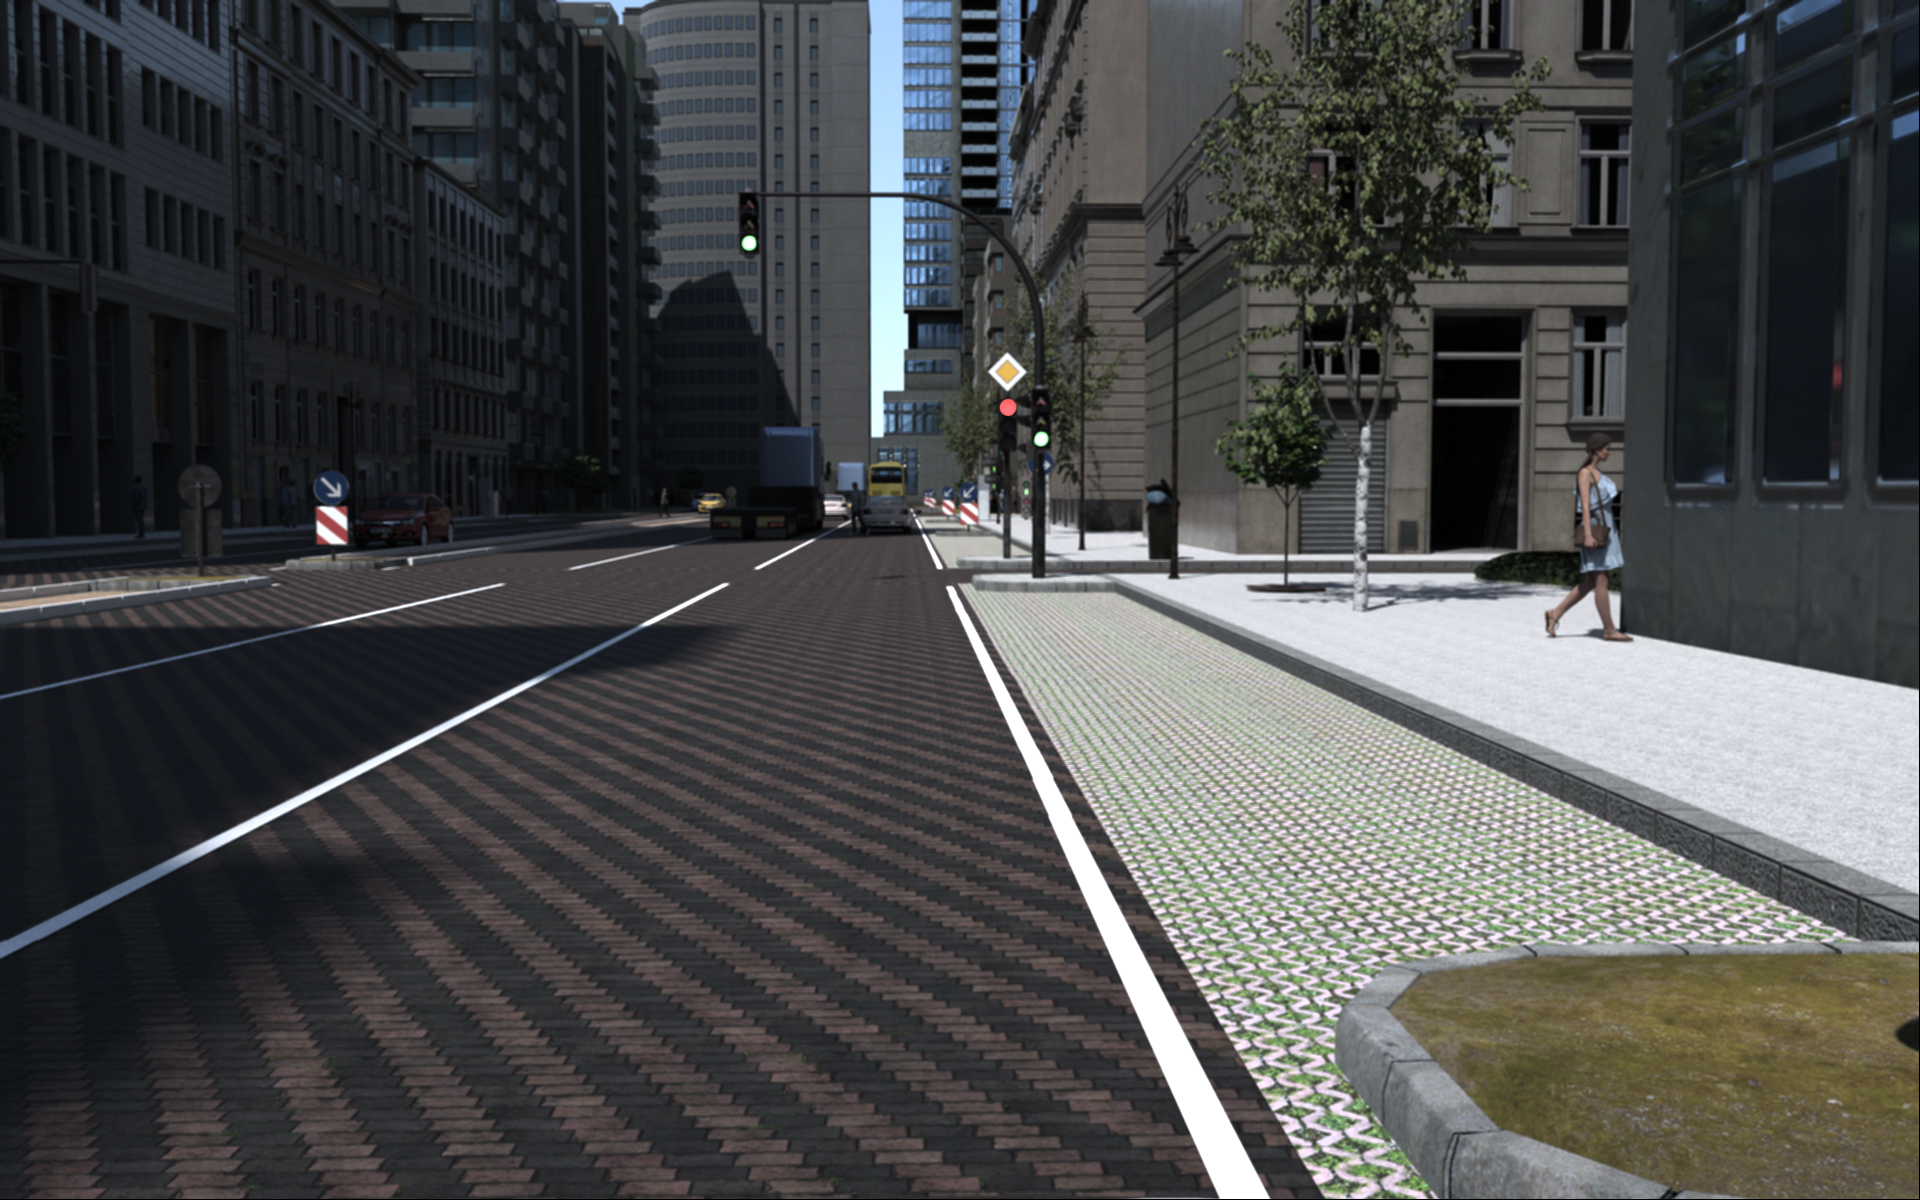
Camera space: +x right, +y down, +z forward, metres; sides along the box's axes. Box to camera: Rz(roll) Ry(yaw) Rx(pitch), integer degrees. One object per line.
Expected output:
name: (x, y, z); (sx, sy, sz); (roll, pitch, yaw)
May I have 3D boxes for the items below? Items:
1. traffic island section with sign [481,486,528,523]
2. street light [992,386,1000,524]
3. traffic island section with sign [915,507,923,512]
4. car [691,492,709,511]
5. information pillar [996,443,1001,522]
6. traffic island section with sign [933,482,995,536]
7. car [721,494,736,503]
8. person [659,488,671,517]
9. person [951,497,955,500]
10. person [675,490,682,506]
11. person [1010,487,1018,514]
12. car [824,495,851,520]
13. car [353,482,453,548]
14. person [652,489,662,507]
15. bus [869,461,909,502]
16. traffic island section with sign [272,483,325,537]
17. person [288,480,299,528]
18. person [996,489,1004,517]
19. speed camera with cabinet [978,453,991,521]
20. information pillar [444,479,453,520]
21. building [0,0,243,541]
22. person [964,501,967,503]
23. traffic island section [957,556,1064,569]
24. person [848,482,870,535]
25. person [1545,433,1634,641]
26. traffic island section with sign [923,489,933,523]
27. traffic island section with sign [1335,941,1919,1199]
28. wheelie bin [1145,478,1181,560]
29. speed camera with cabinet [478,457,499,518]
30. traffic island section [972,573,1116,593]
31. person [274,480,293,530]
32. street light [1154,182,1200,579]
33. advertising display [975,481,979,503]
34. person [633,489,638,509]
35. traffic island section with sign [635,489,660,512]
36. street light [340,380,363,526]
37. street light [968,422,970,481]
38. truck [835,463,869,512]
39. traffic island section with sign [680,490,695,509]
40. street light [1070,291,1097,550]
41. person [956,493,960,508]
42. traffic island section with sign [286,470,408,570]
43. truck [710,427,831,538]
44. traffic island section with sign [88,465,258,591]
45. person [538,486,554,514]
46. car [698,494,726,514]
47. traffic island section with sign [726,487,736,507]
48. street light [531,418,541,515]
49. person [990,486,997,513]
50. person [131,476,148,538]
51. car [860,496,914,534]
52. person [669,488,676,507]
traffic island section with sign: (-22.755, -4.774, 86.679); (1.989, 1.847, 2.006); (0, 4, -2)
street light: (1.653, -6.228, 74.615); (0.468, 5.910, 1.993); (0, 4, -2)
traffic island section with sign: (-2.343, -7.809, 136.306); (1.989, 1.847, 2.006); (0, 4, -2)
car: (-21.859, -8.444, 147.645); (1.945, 1.707, 3.694); (0, 4, -1)
information pillar: (1.763, -5.381, 79.337); (0.183, 3.616, 0.504); (0, 4, -1)
traffic island section with sign: (0.168, -3.082, 59.027); (1.989, 1.847, 2.006); (0, 4, -2)
car: (-23.381, -10.012, 172.729); (2.155, 1.783, 4.494); (0, 4, -2)
person: (-18.116, -5.970, 106.511); (0.834, 1.777, 0.661); (-1, 4, -22)
person: (-0.657, -9.098, 154.818); (0.705, 1.821, 1.348); (0, 4, -6)
person: (-29.312, -10.616, 180.338); (0.721, 1.735, 1.217); (-3, 5, -41)
person: (3.537, -6.453, 112.095); (0.990, 1.755, 0.434); (-1, 4, -20)
car: (-7.192, -5.206, 97.482); (2.083, 1.381, 4.827); (0, 4, -4)
car: (-15.148, -2.335, 47.216); (2.155, 1.783, 4.494); (0, 4, -2)
person: (-29.105, -9.769, 166.287); (1.217, 1.766, 0.721); (1, 4, 19)
bus: (-5.348, -8.449, 129.690); (2.896, 3.916, 12.252); (0, 4, -1)
traffic island section with sign: (-21.840, -3.040, 58.327); (1.989, 1.847, 2.006); (0, 4, -2)
person: (-25.348, -3.625, 65.508); (0.583, 1.804, 0.606); (1, 4, 18)
person: (2.306, -5.556, 97.142); (0.793, 1.790, 0.793); (1, 4, 23)
speed camera with cabinet: (1.166, -5.453, 83.488); (0.660, 3.252, 2.038); (0, 4, 2)
information pillar: (-24.932, -4.887, 84.399); (0.304, 2.012, 0.304); (-2, 4, -35)
building: (-31.802, -16.609, 49.055); (11.434, 29.767, 29.804); (0, 4, -2)
person: (0.345, -7.135, 123.404); (0.721, 1.736, 1.217); (1, 4, 21)
traffic island section: (0.956, -0.744, 34.440); (2.009, 0.180, 2.903); (0, 4, -2)
person: (-3.531, -3.176, 60.270); (0.795, 1.843, 0.661); (-3, 5, -40)
person: (5.507, -0.552, 15.167); (0.778, 1.811, 0.616); (3, 4, 37)
traffic island section with sign: (-0.713, -4.730, 85.967); (1.989, 1.847, 2.006); (0, 4, -2)
traffic island section with sign: (1.946, 0.290, 3.890); (1.989, 1.847, 2.006); (0, 4, -2)
wheelie bin: (3.951, -1.587, 33.853); (0.693, 1.594, 0.980); (0, 4, 4)
speed camera with cabinet: (-25.197, -6.005, 92.521); (0.660, 3.252, 2.038); (0, 4, -1)
traffic island section: (1.214, -0.256, 26.460); (2.009, 0.180, 2.903); (0, 4, -2)
person: (-23.898, -3.353, 61.202); (0.601, 1.785, 0.444); (1, 4, 11)
street light: (3.240, -3.257, 26.047); (0.468, 5.910, 1.993); (0, 4, -2)
advertising display: (1.073, -5.088, 88.403); (0.123, 1.923, 0.974); (2, 4, 33)
person: (-27.330, -8.511, 145.925); (0.721, 1.735, 1.217); (-1, 4, -21)
traffic island section with sign: (-24.360, -7.782, 135.857); (1.989, 1.847, 2.006); (0, 4, -2)
street light: (-24.640, -5.961, 70.257); (0.468, 5.910, 1.993); (0, 4, -2)
street light: (0.563, -8.336, 109.087); (0.468, 5.910, 1.993); (0, 4, -2)
truck: (-9.207, -9.380, 143.121); (2.967, 4.110, 18.799); (0, 4, -1)
traffic island section with sign: (-25.235, -9.449, 163.112); (1.989, 1.847, 2.006); (0, 4, -2)
street light: (2.796, -4.081, 39.520); (0.468, 5.910, 1.993); (0, 4, -2)
person: (-0.215, -9.347, 158.954); (0.705, 1.814, 1.350); (-1, 4, -9)
traffic island section with sign: (-12.004, -1.562, 33.683); (2.006, 1.907, 1.989); (0, 4, -2)
truck: (-6.744, -4.518, 63.630); (2.967, 4.110, 18.799); (0, 4, -1)
traffic island section with sign: (-11.774, -1.110, 26.280); (2.006, 1.907, 1.989); (0, 4, -2)
person: (-26.957, -6.506, 112.501); (1.350, 1.814, 0.705); (2, 4, 31)
car: (-18.093, -7.114, 126.540); (2.015, 1.641, 3.980); (0, 4, -2)
traffic island section with sign: (-14.443, -6.156, 108.782); (2.006, 1.907, 1.989); (0, 4, -2)
street light: (-25.680, -8.086, 104.990); (0.468, 5.910, 1.993); (0, 4, -2)
person: (2.318, -6.763, 116.632); (1.348, 1.823, 0.705); (0, 4, -6)
person: (-23.741, -2.686, 50.137); (0.419, 1.800, 0.721); (0, 4, -7)
car: (-2.738, -3.148, 63.826); (2.083, 1.381, 4.827); (0, 4, -3)
person: (-27.856, -9.879, 167.528); (0.705, 1.831, 1.348); (1, 4, 14)
